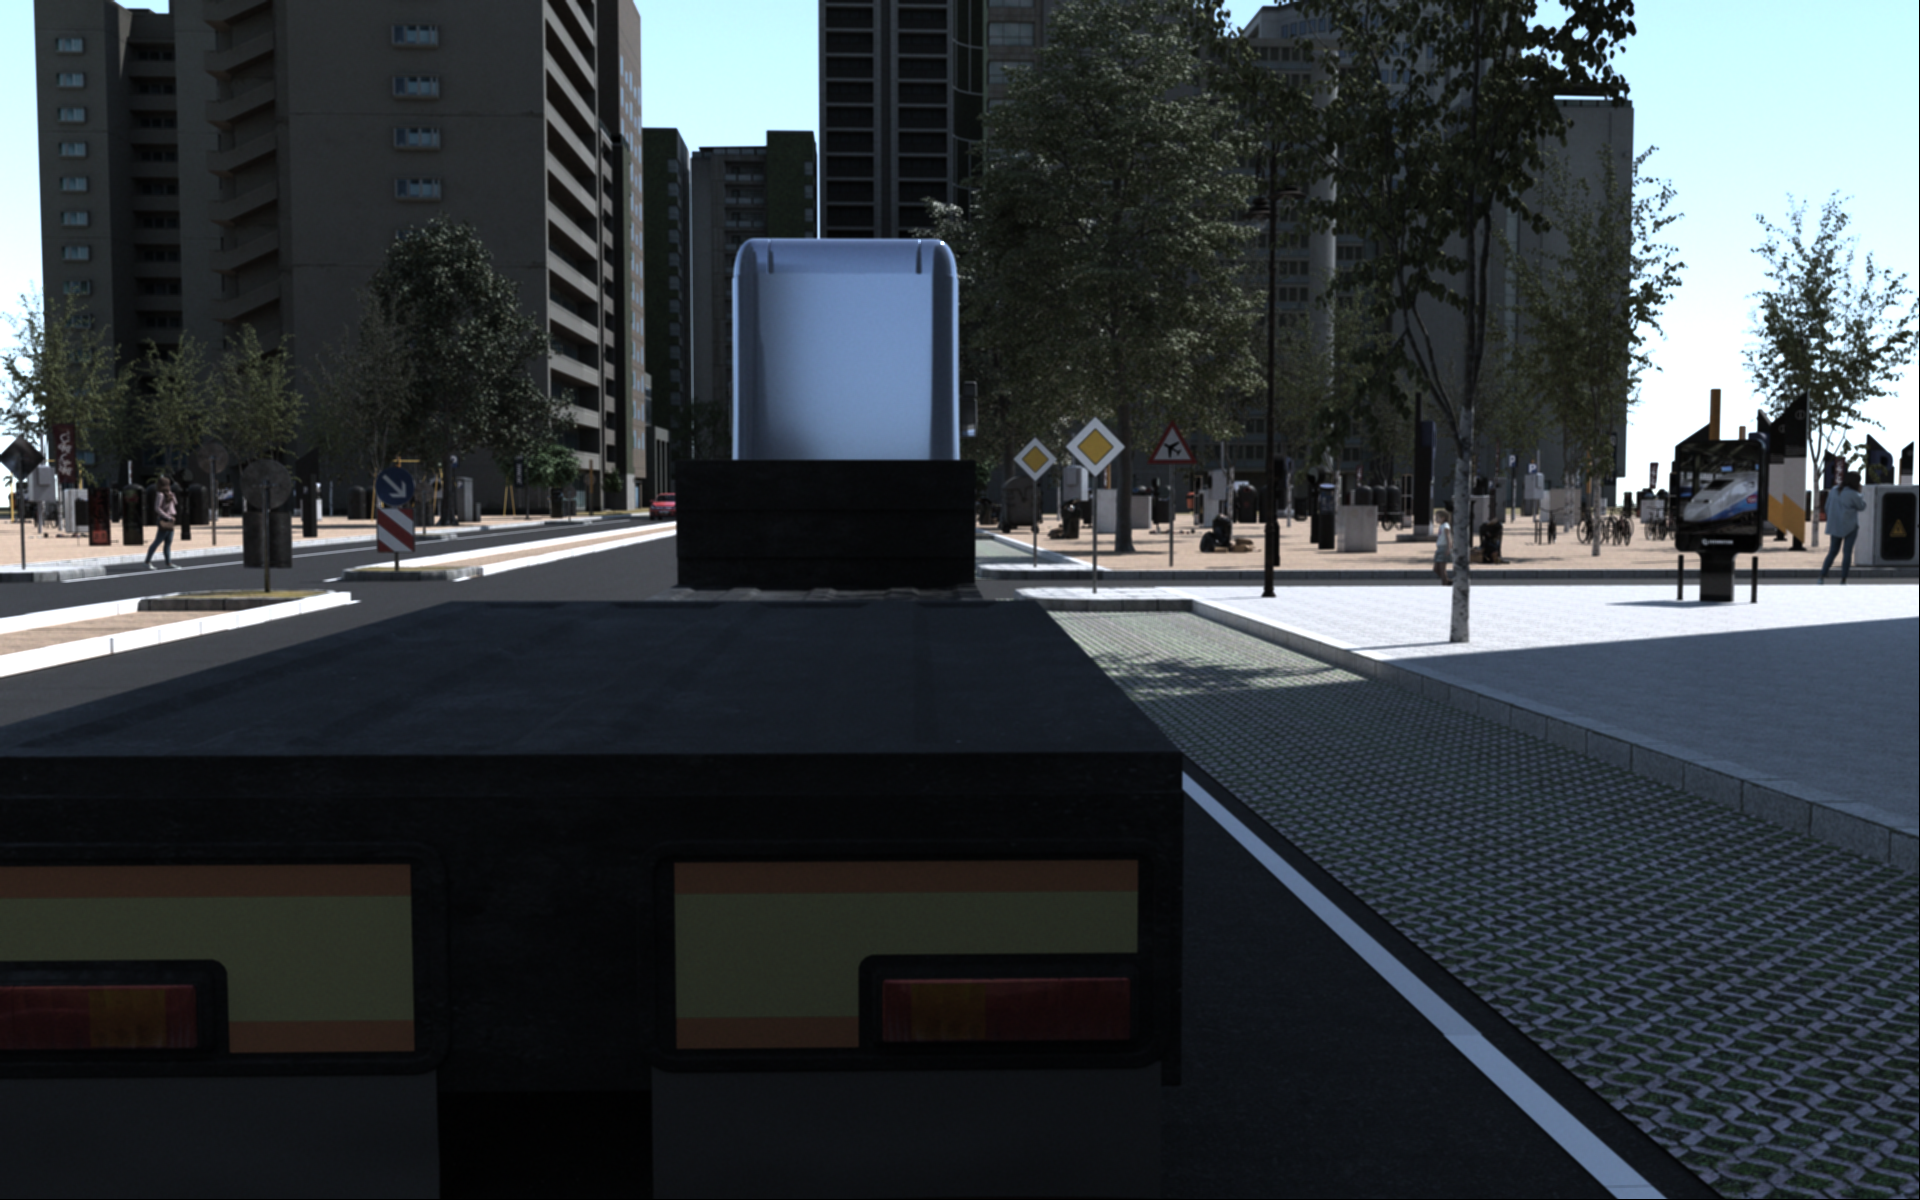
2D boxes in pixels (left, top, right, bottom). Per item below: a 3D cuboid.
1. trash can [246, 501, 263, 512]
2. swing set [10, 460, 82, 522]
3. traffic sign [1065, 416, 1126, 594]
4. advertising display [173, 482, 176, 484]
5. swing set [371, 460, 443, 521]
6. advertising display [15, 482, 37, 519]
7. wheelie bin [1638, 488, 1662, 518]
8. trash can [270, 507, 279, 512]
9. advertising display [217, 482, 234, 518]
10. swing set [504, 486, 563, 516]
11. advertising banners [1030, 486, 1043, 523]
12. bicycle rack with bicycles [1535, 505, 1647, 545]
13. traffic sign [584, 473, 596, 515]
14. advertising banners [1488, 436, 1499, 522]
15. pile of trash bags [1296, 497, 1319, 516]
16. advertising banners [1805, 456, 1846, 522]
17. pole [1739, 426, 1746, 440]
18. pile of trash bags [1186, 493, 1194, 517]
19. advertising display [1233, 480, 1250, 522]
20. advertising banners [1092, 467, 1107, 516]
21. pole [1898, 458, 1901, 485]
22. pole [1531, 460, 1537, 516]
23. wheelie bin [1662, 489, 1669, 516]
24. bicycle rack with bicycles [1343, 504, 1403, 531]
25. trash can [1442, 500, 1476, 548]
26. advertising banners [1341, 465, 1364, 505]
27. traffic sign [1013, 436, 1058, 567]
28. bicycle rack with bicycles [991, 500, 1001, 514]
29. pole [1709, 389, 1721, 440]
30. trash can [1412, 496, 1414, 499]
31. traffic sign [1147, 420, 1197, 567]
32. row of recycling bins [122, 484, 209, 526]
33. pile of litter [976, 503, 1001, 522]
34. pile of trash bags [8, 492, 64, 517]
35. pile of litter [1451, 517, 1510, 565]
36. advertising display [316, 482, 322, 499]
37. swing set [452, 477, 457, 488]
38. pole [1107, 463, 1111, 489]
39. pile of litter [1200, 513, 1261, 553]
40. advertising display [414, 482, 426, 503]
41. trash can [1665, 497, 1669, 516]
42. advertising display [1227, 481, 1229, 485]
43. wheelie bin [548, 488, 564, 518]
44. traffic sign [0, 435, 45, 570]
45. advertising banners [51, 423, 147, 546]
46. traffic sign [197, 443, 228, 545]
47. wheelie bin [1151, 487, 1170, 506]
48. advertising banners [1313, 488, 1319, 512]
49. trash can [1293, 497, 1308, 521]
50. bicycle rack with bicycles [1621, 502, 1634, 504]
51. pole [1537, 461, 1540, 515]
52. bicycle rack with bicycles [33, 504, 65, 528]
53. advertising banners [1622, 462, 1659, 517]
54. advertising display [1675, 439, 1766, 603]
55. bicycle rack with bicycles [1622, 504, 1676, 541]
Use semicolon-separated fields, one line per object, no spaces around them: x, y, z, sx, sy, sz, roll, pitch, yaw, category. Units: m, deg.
-32.045;-4.092;78.552;0.748;1.137;0.748;0;3;0;trash can
-42.265;-5.030;79.866;3.119;2.851;2.862;-2;4;-28;swing set
1.735;-1.141;22.291;0.795;2.450;0.064;0;4;-3;traffic sign
-40.286;-5.177;89.861;0.123;1.923;0.974;3;4;39;advertising display
-25.800;-5.079;80.666;3.119;2.851;2.862;-2;4;-30;swing set
-48.755;-5.212;90.437;0.123;1.923;0.974;3;5;41;advertising display
36.874;-5.203;92.979;0.693;1.594;0.980;-1;4;-22;wheelie bin
-31.697;-4.171;79.844;0.748;1.137;0.748;0;3;0;trash can
-40.190;-5.474;94.719;0.123;1.923;0.974;3;4;38;advertising display
-25.085;-6.342;101.308;3.119;2.851;2.862;0;4;-2;swing set
3.333;-4.908;76.434;0.090;3.025;2.074;-1;4;-14;advertising banners
15.911;-1.902;44.483;2.852;0.926;2.925;1;4;16;bicycle rack with bicycles
-22.381;-6.396;104.686;0.768;2.556;0.104;0;4;5;traffic sign
16.510;-3.510;53.573;0.090;3.025;2.074;1;4;11;advertising banners
19.742;-5.634;101.868;3.447;1.369;1.912;-2;4;-33;pile of trash bags
40.302;-5.183;80.932;0.090;3.025;2.074;-3;5;-39;advertising banners
23.339;-3.542;51.754;0.158;3.312;0.155;0;3;0;pole
14.564;-5.489;99.497;3.447;1.369;1.912;-1;4;-19;pile of trash bags
13.110;-4.629;80.904;0.974;1.923;0.123;-2;4;-30;advertising display
8.151;-6.469;101.952;0.090;3.025;2.074;3;5;41;advertising banners
53.235;-6.376;98.092;0.158;3.312;0.155;0;3;0;pole
33.779;-6.630;102.246;0.158;3.312;0.155;0;3;0;pole
41.924;-5.840;103.398;0.980;1.594;0.693;-3;5;-43;wheelie bin
14.571;-2.929;61.272;2.925;0.926;2.852;-2;4;-30;bicycle rack with bicycles
11.128;-1.649;38.616;0.748;1.137;0.748;0;3;0;trash can
23.704;-6.694;105.636;0.090;3.025;2.074;-3;5;-44;advertising banners
1.311;-1.628;30.264;0.795;2.450;0.064;0;4;-3;traffic sign
2.377;-5.502;103.342;2.925;0.926;2.852;-2;4;-33;bicycle rack with bicycles
14.612;-2.431;33.584;0.158;3.312;0.155;0;3;0;pole
27.529;-5.695;104.763;0.748;1.137;0.748;0;3;0;trash can
3.732;-1.868;30.540;0.884;2.594;0.081;0;4;0;traffic sign
-32.176;-3.864;70.281;1.069;1.692;3.534;2;4;35;row of recycling bins
1.289;-4.075;80.592;1.719;0.858;1.176;-3;5;-45;pile of litter
-51.290;-5.257;95.700;3.447;1.369;1.912;1;4;22;pile of trash bags
9.645;-1.119;32.253;1.176;0.858;1.719;1;4;20;pile of litter
-34.728;-5.383;93.226;0.123;1.923;0.974;1;4;17;advertising display
-30.855;-6.427;102.699;2.862;2.851;3.119;0;4;2;swing set
7.528;-5.746;87.786;0.158;3.312;0.155;0;3;0;pole
6.017;-1.491;38.343;1.719;0.858;1.176;-2;4;-28;pile of litter
-28.647;-5.303;91.923;0.974;1.923;0.123;3;5;41;advertising display
41.397;-5.454;100.820;0.748;1.137;0.748;0;3;0;trash can
13.826;-5.073;88.164;0.123;1.923;0.974;-2;4;-27;advertising display
-21.466;-5.162;92.308;0.980;1.594;0.693;-1;4;-15;wheelie bin
-15.910;-1.574;29.372;0.795;2.450;0.064;0;4;-3;traffic sign
-21.392;-2.867;43.058;2.074;3.025;0.090;-1;4;-19;advertising banners
-18.711;-2.647;43.378;0.768;2.556;0.104;0;4;-1;traffic sign
9.426;-4.490;81.327;0.980;1.594;0.693;-1;4;-10;wheelie bin
21.868;-6.659;105.062;0.090;3.025;2.074;2;4;25;advertising banners
16.322;-4.361;82.960;0.748;1.137;0.748;0;3;0;trash can
41.687;-5.692;106.449;2.925;0.926;2.852;2;4;28;bicycle rack with bicycles
35.503;-6.891;106.507;0.158;3.312;0.155;0;3;0;pole
-33.941;-3.213;65.922;2.852;0.926;2.925;-2;4;-30;bicycle rack with bicycles
37.538;-6.077;95.542;0.090;3.025;2.074;-3;5;-40;advertising banners
9.045;-0.944;20.644;0.974;1.923;0.123;3;5;41;advertising display
19.388;-2.192;49.229;2.852;0.926;2.925;3;5;44;bicycle rack with bicycles
